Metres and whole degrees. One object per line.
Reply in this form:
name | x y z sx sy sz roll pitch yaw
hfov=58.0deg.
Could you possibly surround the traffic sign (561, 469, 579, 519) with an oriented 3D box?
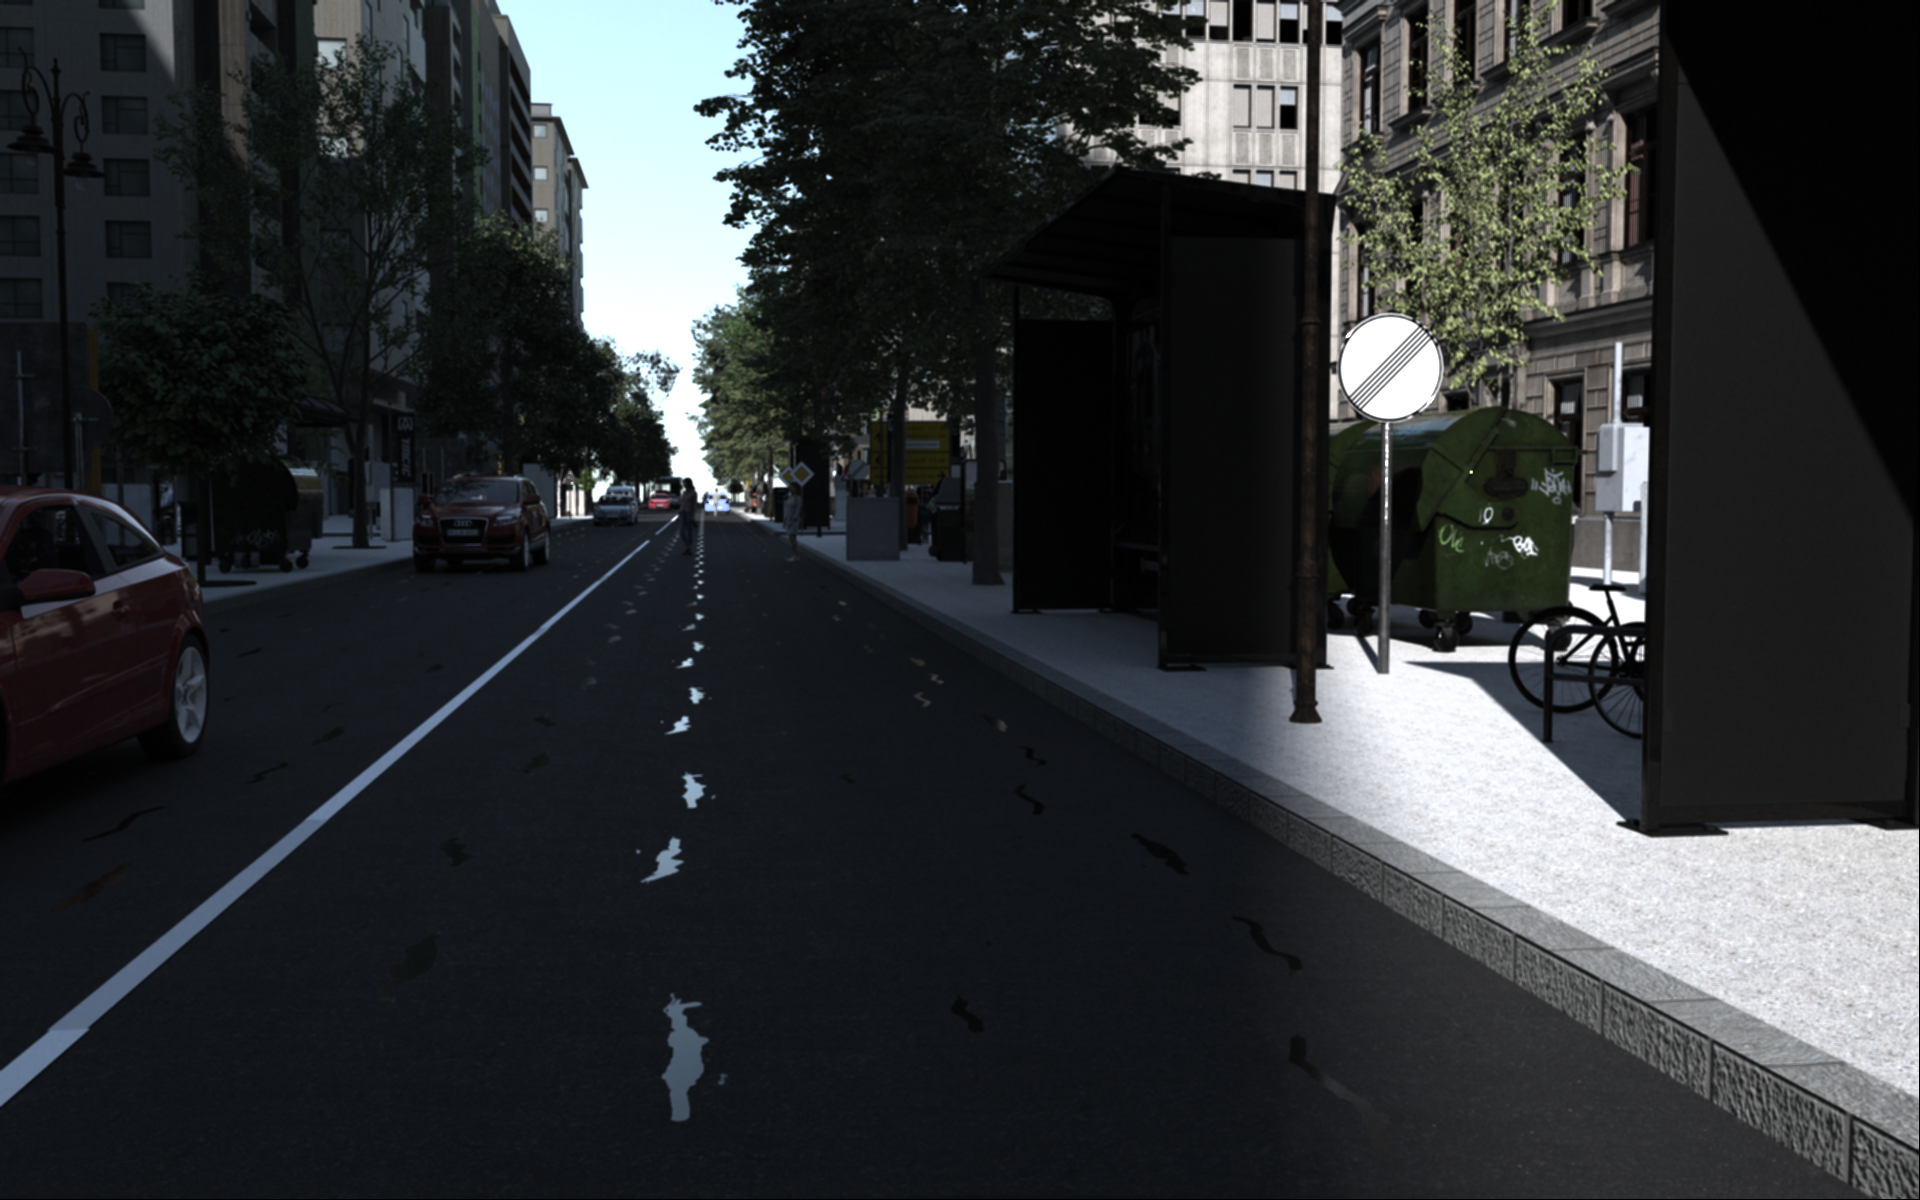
traffic sign | -19.928 -5.413 88.506 0.884 2.594 0.081 0 4 -4

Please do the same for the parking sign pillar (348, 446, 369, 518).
parking sign pillar | -32.494 -6.458 94.063 1.447 3.967 1.447 0 4 1

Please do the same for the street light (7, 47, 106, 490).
street light | -9.581 -2.797 18.524 0.468 5.910 1.993 -1 4 -8

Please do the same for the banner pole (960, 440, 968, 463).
banner pole | 0.167 -5.544 80.657 0.401 3.779 0.863 -2 4 -33

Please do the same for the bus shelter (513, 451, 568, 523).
bus shelter | -18.954 -5.182 78.645 2.014 3.302 5.546 -1 4 -9

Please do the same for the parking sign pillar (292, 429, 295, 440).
parking sign pillar | -23.063 -4.268 58.257 1.447 3.967 1.447 3 5 42

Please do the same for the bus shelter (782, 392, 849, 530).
bus shelter | -5.564 -5.378 65.561 2.179 5.291 8.768 -1 4 -8

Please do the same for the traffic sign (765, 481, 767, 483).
traffic sign | -15.186 -8.058 133.874 0.606 2.300 0.079 0 4 1

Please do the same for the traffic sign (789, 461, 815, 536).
traffic sign | -4.794 -2.986 52.470 0.795 2.450 0.064 -1 4 -8

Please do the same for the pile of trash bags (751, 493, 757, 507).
pile of trash bags | -12.134 -6.366 113.842 3.447 1.369 1.912 -3 4 -36

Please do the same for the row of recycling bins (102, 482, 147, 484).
row of recycling bins | -28.950 -3.218 59.730 1.069 1.692 3.534 2 4 24

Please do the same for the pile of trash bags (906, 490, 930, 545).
pile of trash bags | -1.647 -2.130 44.582 1.912 1.369 3.447 -1 4 -17

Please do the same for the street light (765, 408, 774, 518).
street light | -10.210 -7.329 92.612 0.468 5.910 1.993 -1 4 -8

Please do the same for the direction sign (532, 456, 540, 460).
direction sign | -19.885 -5.512 82.116 0.379 3.537 0.876 3 5 43

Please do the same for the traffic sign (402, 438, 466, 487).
traffic sign | -19.103 -4.220 62.875 2.265 3.308 0.079 0 4 -7

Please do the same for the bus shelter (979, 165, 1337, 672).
bus shelter | 1.507 -1.488 15.605 1.731 3.624 6.357 -1 4 -8

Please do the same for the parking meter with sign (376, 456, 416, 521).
parking meter with sign | -26.346 -5.181 80.974 0.543 3.016 1.738 3 5 42

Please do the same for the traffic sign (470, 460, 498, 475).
traffic sign | -14.041 -2.904 51.128 0.795 2.450 0.064 -1 4 -8

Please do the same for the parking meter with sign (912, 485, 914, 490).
parking meter with sign | -2.900 -7.298 115.583 0.543 3.016 1.738 -1 4 -18

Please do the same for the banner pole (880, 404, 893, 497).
banner pole | -1.921 -3.507 47.358 0.863 3.779 0.401 0 4 4

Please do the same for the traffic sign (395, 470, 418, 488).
traffic sign | -19.350 -3.633 60.591 0.795 2.450 0.064 0 4 1

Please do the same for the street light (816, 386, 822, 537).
street light | -4.206 -4.821 51.615 0.468 5.910 1.993 -1 4 -8

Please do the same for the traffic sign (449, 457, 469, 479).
traffic sign | -17.721 -3.762 61.518 0.884 2.594 0.081 0 4 1

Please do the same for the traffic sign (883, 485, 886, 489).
traffic sign | -2.768 -3.883 63.598 0.768 2.556 0.104 0 4 -6

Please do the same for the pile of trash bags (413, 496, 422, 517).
pile of trash bags | -29.605 -5.207 94.888 1.912 1.369 3.447 1 4 15

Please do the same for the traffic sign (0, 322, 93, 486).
traffic sign | -11.459 -1.634 20.593 2.265 3.308 0.079 0 4 1

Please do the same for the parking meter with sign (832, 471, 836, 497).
parking meter with sign | -9.232 -8.168 129.801 0.543 3.016 1.738 -1 4 -9

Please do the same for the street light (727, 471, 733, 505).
street light | -27.586 -14.486 209.630 0.468 5.910 1.993 -1 4 -8

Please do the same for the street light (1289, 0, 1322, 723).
street light | 1.949 -2.251 9.592 0.468 5.910 1.993 -1 4 -8

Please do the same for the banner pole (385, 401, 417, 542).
banner pole | -15.036 -3.457 46.532 0.863 3.779 0.401 -2 4 -24

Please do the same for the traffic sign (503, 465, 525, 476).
traffic sign | -15.209 -3.387 59.027 0.795 2.450 0.064 -1 4 -8

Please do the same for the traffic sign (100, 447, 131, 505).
traffic sign | -12.802 -1.609 26.415 0.768 2.556 0.104 0 4 1

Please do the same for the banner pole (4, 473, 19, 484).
banner pole | -16.721 -2.486 30.666 0.863 3.779 0.401 1 4 21

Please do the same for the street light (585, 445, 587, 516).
street light | -21.913 -7.860 101.302 0.468 5.910 1.993 -1 4 -8

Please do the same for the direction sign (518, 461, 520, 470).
direction sign | -24.788 -6.428 97.103 0.379 3.537 0.876 1 4 12

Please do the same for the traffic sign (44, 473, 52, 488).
traffic sign | -11.447 -1.324 21.754 0.768 2.556 0.104 0 4 -4

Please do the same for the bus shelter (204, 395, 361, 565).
bus shelter | -13.185 -2.427 33.600 2.014 3.302 5.546 -1 4 -8

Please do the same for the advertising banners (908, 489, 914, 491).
advertising banners | -1.445 -3.264 49.553 0.090 3.025 2.074 -1 4 -8

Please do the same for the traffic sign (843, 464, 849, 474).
traffic sign | -4.386 -4.327 70.847 0.768 2.556 0.104 0 4 -1

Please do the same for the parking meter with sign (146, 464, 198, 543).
parking meter with sign | -20.756 -2.981 45.003 1.738 3.016 0.543 -1 4 -21

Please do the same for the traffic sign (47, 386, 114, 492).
traffic sign | -10.375 -1.244 20.448 0.768 2.556 0.104 0 4 -2

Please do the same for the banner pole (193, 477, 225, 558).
banner pole | -14.914 -2.718 34.458 0.401 3.779 0.863 2 4 25

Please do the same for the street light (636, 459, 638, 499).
street light | -33.004 -12.472 176.712 0.468 5.910 1.993 -1 4 -8

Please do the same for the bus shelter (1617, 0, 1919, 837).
bus shelter | 3.502 -0.749 3.537 1.731 3.624 6.357 -1 4 -8

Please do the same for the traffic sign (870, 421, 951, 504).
traffic sign | -1.374 -3.318 48.119 2.265 3.308 0.079 0 4 0

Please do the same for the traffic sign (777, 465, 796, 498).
traffic sign | -5.962 -3.470 60.370 0.795 2.450 0.064 -1 4 -8

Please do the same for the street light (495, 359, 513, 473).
street light | -15.616 -5.300 59.451 0.468 5.910 1.993 -1 4 -8

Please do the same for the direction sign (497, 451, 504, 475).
direction sign | -23.326 -5.898 88.434 0.876 3.537 0.379 3 4 38

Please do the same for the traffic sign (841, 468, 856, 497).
traffic sign | -4.333 -4.243 69.382 0.884 2.594 0.081 0 4 -4

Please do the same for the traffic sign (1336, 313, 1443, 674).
traffic sign | 3.028 -0.746 12.307 0.768 2.556 0.104 0 4 -4

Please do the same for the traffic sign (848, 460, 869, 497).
traffic sign | -3.767 -3.920 64.203 0.768 2.556 0.104 0 4 1

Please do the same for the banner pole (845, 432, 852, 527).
banner pole | -4.312 -4.783 68.219 0.401 3.779 0.863 0 4 4

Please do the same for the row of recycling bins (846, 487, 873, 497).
row of recycling bins | -5.631 -6.112 107.036 3.534 1.692 1.069 1 4 17
